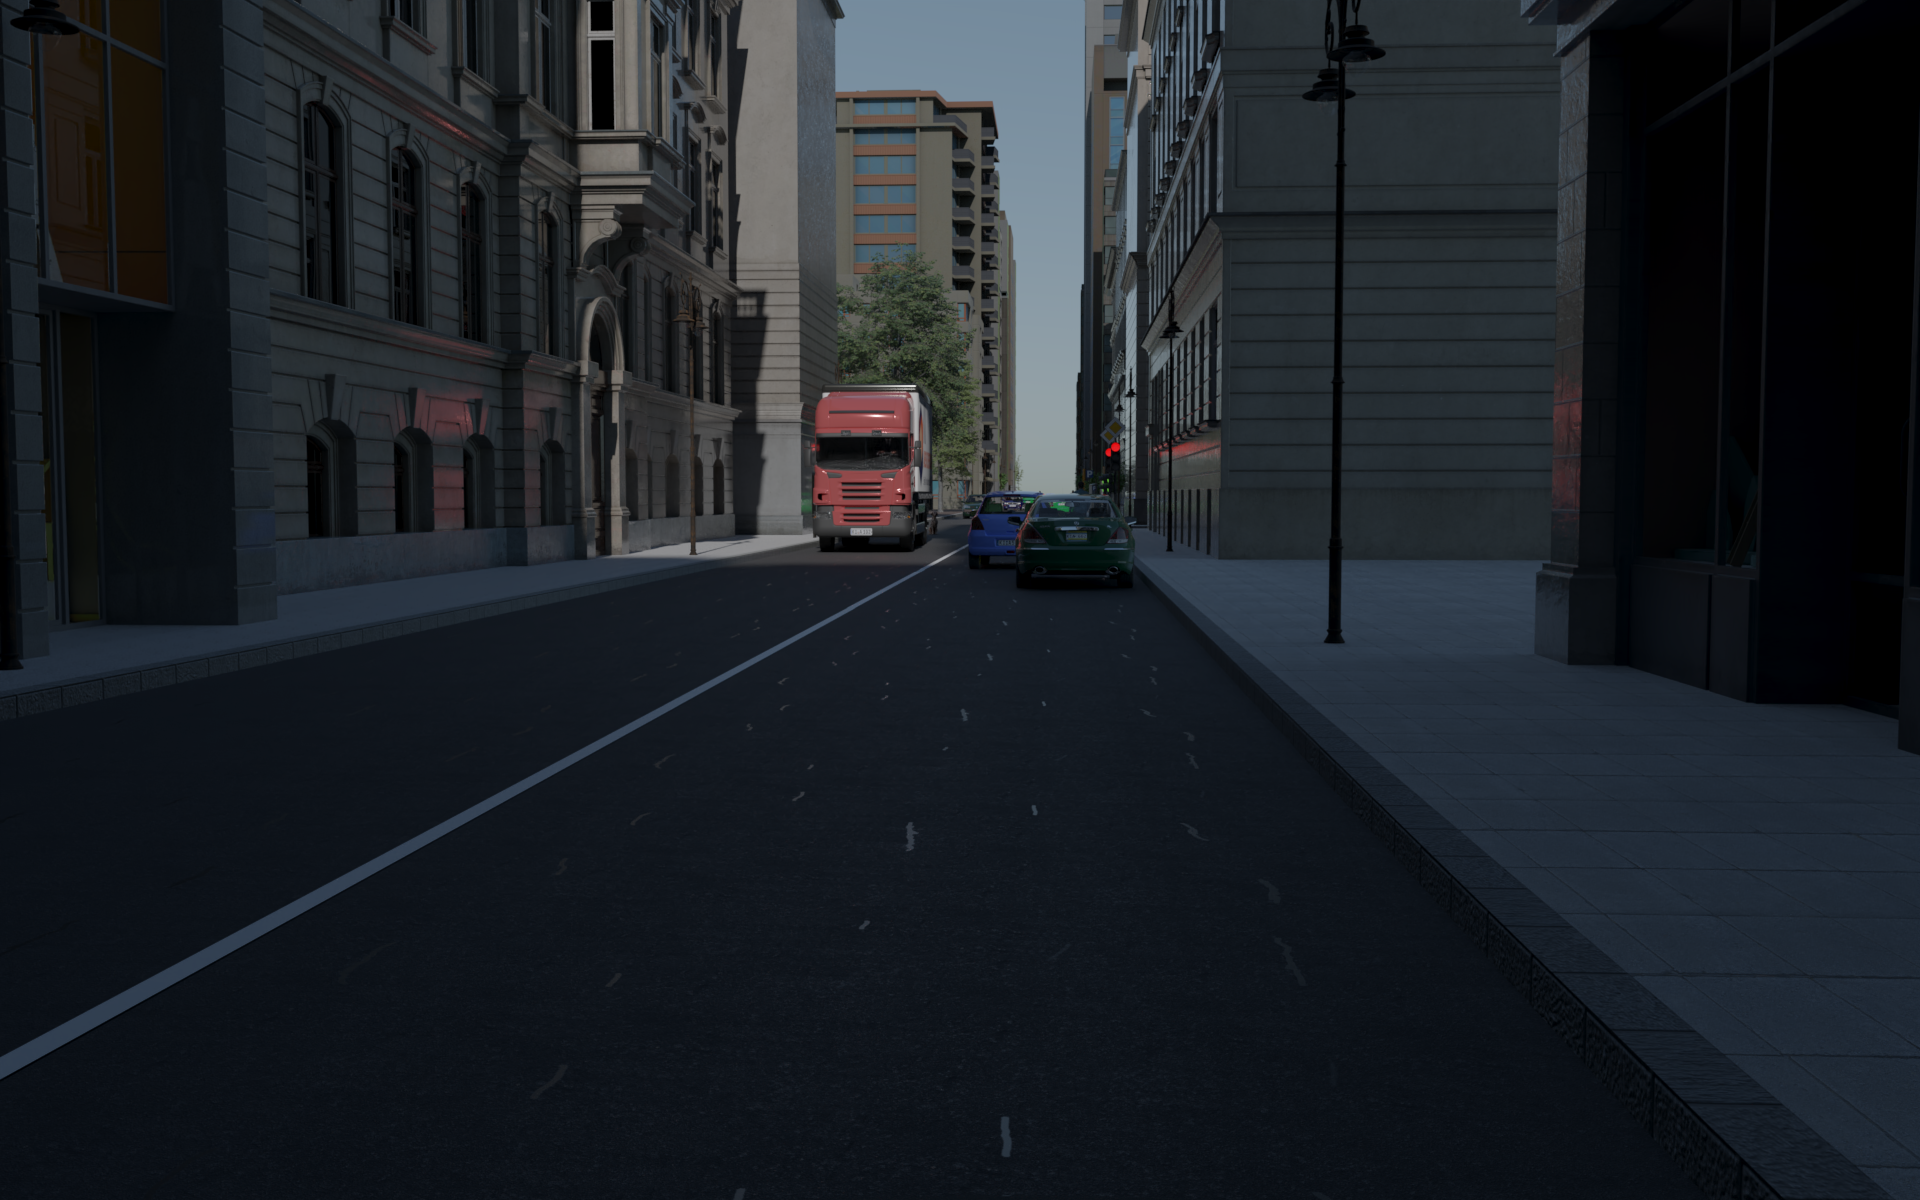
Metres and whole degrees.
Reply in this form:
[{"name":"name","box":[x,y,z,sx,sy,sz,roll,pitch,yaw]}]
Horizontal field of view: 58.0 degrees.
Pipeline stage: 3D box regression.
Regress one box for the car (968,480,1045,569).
[{"name":"car","box":[1.120,-1.517,34.400,1.945,1.707,3.694,0,4,5]}]

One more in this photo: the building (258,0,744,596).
[{"name":"building","box":[-12.926,-13.199,34.890,14.460,24.649,34.723,0,4,3]}]

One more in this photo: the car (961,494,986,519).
[{"name":"car","box":[1.099,-5.573,100.905,2.009,1.686,4.222,0,4,4]}]

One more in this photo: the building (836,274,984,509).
[{"name":"building","box":[-12.260,-19.412,162.419,27.650,21.520,28.899,0,4,3]}]

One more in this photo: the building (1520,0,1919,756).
[{"name":"building","box":[8.953,-9.832,11.662,10.553,20.767,40.483,0,4,3]}]

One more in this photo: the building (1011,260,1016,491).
[{"name":"building","box":[2.316,-37.354,294.324,14.154,41.232,14.086,0,4,3]}]

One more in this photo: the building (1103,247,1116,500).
[{"name":"building","box":[14.987,-15.302,114.813,10.561,19.102,19.286,0,4,3]}]

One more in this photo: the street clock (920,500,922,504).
[{"name":"street clock","box":[-2.479,-6.562,111.858,0.471,2.002,0.358,2,4,25]}]

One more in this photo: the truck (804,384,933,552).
[{"name":"truck","box":[-2.211,-3.511,46.325,2.839,4.237,11.283,0,4,2]}]

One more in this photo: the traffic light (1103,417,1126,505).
[{"name":"traffic light","box":[5.624,-4.530,62.979,0.839,4.253,0.868,0,4,3]}]

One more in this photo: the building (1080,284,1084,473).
[{"name":"building","box":[23.485,-28.492,237.553,14.160,30.474,14.107,0,4,3]}]

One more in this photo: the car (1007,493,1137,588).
[{"name":"car","box":[1.818,-0.985,27.910,2.131,1.459,4.920,0,4,2]}]

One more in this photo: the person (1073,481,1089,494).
[{"name":"person","box":[3.661,-2.702,52.699,0.660,1.820,0.620,-1,4,-18]}]

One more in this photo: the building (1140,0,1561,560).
[{"name":"building","box":[13.136,-13.065,46.896,16.112,22.955,30.059,0,4,3]}]

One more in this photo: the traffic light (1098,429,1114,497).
[{"name":"traffic light","box":[6.095,-5.017,70.950,0.839,4.253,0.868,0,4,3]}]

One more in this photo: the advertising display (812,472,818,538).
[{"name":"advertising display","box":[-4.274,-2.803,51.043,0.123,1.923,0.974,0,4,-1]}]

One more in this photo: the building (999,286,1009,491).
[{"name":"building","box":[-0.607,-28.481,237.370,14.160,30.474,14.107,0,4,3]}]

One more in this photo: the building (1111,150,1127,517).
[{"name":"building","box":[13.496,-15.102,96.070,9.793,20.994,18.267,0,4,3]}]

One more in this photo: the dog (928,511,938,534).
[{"name":"dog","box":[-0.860,-2.742,61.662,0.513,0.831,0.800,2,4,28]}]

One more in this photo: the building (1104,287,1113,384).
[{"name":"building","box":[17.237,-18.265,134.791,11.583,22.565,21.152,0,4,3]}]

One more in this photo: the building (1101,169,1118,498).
[{"name":"building","box":[19.803,-23.510,156.095,14.160,30.474,14.107,0,4,3]}]

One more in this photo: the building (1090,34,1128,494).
[{"name":"building","box":[19.872,-31.804,170.108,14.600,45.320,14.200,0,4,3]}]

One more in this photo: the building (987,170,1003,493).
[{"name":"building","box":[-2.387,-32.384,213.070,14.154,41.232,14.086,0,4,3]}]

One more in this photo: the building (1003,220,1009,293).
[{"name":"building","box":[-0.210,-34.742,251.618,14.154,41.232,14.086,0,4,3]}]

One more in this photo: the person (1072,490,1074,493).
[{"name":"person","box":[9.468,-8.454,147.167,0.683,1.767,0.568,0,4,4]}]

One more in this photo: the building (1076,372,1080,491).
[{"name":"building","box":[31.340,-25.346,259.445,27.650,21.520,28.899,0,4,3]}]

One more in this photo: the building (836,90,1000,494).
[{"name":"building","box":[-6.989,-32.766,190.356,22.147,44.769,28.867,0,4,3]}]

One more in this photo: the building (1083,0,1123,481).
[{"name":"building","box":[24.248,-39.753,191.953,21.231,58.520,28.212,0,4,3]}]

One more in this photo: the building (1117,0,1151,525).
[{"name":"building","box":[19.610,-17.028,75.668,25.104,27.353,12.463,0,4,3]}]

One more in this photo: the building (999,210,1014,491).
[{"name":"building","box":[1.484,-38.509,279.733,14.600,45.320,14.200,0,4,3]}]

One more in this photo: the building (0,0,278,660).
[{"name":"building","box":[-13.235,-13.761,2.494,11.434,29.767,29.804,0,4,3]}]

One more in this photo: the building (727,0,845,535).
[{"name":"building","box":[-13.547,-12.814,58.663,18.267,20.994,9.793,0,4,3]}]
